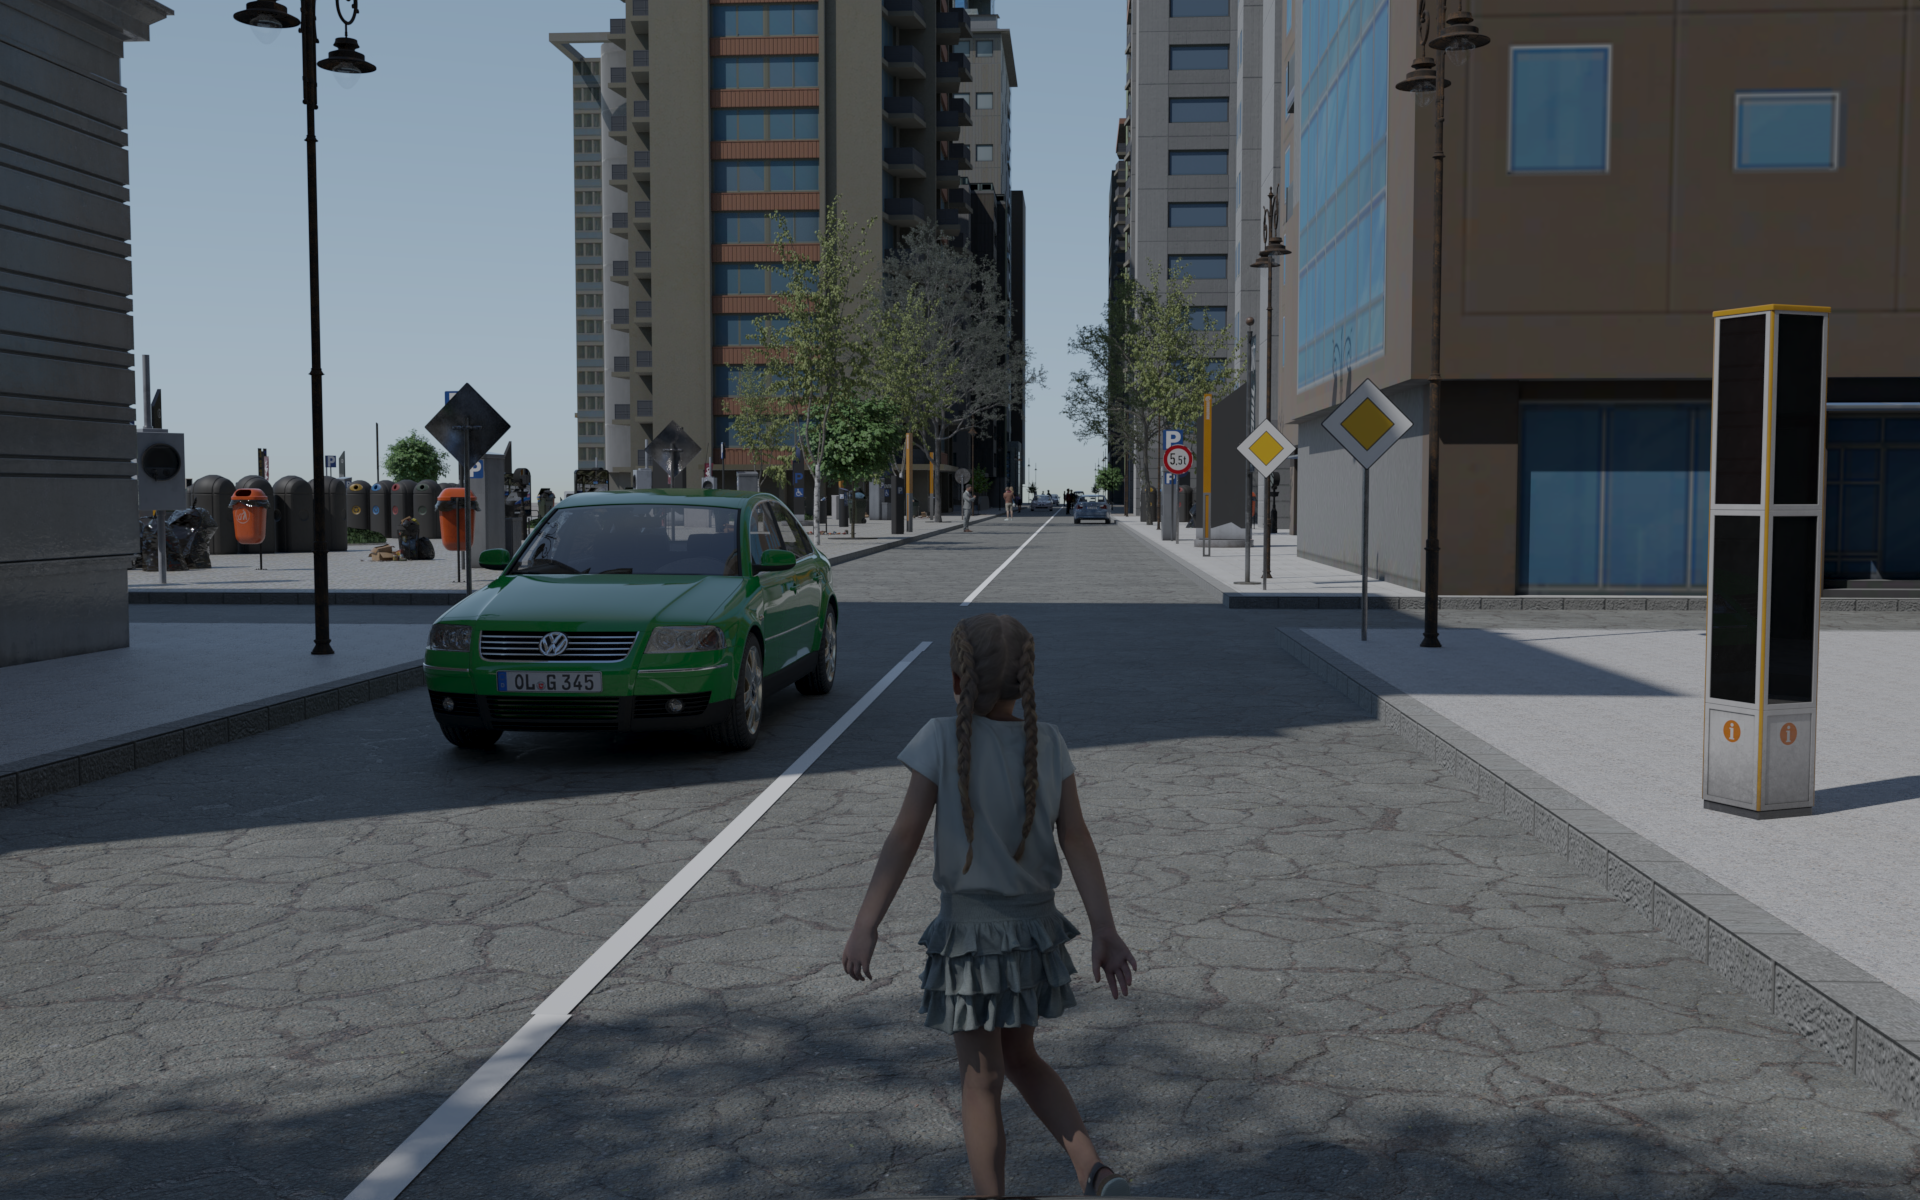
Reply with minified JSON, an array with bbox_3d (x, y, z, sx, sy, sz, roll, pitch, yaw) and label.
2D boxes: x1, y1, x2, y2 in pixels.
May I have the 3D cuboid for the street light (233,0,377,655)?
[{"bbox_3d":[-5.114,-2.503,13.719,0.468,5.910,1.993,0,4,4],"label":"street light"}]

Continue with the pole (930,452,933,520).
[{"bbox_3d":[-1.389,-5.571,84.932,0.158,3.312,0.155,0,3,0],"label":"pole"}]

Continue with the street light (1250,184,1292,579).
[{"bbox_3d":[4.672,-3.267,26.201,0.468,5.910,1.993,0,4,4],"label":"street light"}]

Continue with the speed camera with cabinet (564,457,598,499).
[{"bbox_3d":[-20.305,-6.060,93.418,2.038,3.252,0.660,0,4,8],"label":"speed camera with cabinet"}]

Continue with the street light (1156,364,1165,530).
[{"bbox_3d":[7.116,-5.448,61.860,0.468,5.910,1.993,0,4,4],"label":"street light"}]

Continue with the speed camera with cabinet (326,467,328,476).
[{"bbox_3d":[-34.245,-5.954,91.686,2.038,3.252,0.660,1,4,11],"label":"speed camera with cabinet"}]

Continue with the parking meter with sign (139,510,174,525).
[{"bbox_3d":[-18.671,-2.632,39.293,1.738,3.016,0.543,-3,5,-40],"label":"parking meter with sign"}]

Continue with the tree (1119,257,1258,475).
[{"bbox_3d":[6.753,-6.319,53.685,4.737,8.622,4.395,0,3,0],"label":"tree"}]

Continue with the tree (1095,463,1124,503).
[{"bbox_3d":[15.617,-12.132,182.070,4.285,4.588,4.351,0,3,0],"label":"tree"}]

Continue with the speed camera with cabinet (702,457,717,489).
[{"bbox_3d":[-14.031,-6.001,92.446,2.038,3.252,0.660,1,4,11],"label":"speed camera with cabinet"}]

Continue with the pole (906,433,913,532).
[{"bbox_3d":[-1.697,-3.933,58.143,0.158,3.312,0.155,0,3,0],"label":"pole"}]

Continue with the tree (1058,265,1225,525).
[{"bbox_3d":[7.499,-8.371,71.286,7.601,10.594,8.767,0,4,8],"label":"tree"}]

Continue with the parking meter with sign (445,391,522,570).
[{"bbox_3d":[-8.227,-2.070,30.098,0.543,3.016,1.738,1,4,14],"label":"parking meter with sign"}]

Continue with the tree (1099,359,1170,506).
[{"bbox_3d":[9.377,-8.608,91.100,4.360,8.622,3.978,0,3,0],"label":"tree"}]

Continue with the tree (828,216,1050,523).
[{"bbox_3d":[-1.127,-10.232,77.668,12.009,13.543,11.850,0,3,0],"label":"tree"}]

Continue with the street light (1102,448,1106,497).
[{"bbox_3d":[14.583,-12.294,173.799,0.468,5.910,1.993,0,4,4],"label":"street light"}]

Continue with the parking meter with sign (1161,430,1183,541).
[{"bbox_3d":[5.813,-3.155,47.850,0.543,3.016,1.738,0,4,3],"label":"parking meter with sign"}]

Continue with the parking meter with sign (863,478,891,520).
[{"bbox_3d":[-4.079,-5.415,84.790,1.738,3.016,0.543,3,5,39],"label":"parking meter with sign"}]

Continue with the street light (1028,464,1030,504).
[{"bbox_3d":[8.732,-15.088,219.476,0.468,5.910,1.993,0,4,4],"label":"street light"}]

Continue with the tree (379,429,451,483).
[{"bbox_3d":[-26.807,-6.187,84.866,4.285,4.588,4.351,0,3,0],"label":"tree"}]

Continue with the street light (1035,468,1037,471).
[{"bbox_3d":[11.162,-17.262,255.016,0.468,5.910,1.993,0,4,4],"label":"street light"}]

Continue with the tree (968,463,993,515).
[{"bbox_3d":[1.256,-6.887,107.198,1.663,3.219,1.824,0,3,0],"label":"tree"}]

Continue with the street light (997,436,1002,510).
[{"bbox_3d":[3.138,-9.995,136.208,0.468,5.910,1.993,0,4,4],"label":"street light"}]

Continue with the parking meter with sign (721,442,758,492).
[{"bbox_3d":[-7.206,-3.828,58.853,1.738,3.016,0.543,-1,4,-13],"label":"parking meter with sign"}]

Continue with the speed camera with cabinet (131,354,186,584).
[{"bbox_3d":[-11.888,-1.816,24.028,0.660,3.252,2.038,3,5,44],"label":"speed camera with cabinet"}]

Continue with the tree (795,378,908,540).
[{"bbox_3d":[-3.107,-4.006,49.220,4.285,4.588,4.351,0,3,0],"label":"tree"}]

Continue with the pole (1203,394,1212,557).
[{"bbox_3d":[5.056,-2.542,35.403,0.158,3.312,0.155,0,3,0],"label":"pole"}]

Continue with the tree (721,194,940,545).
[{"bbox_3d":[-3.532,-5.691,43.411,4.737,8.622,4.395,0,3,0],"label":"tree"}]

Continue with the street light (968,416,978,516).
[{"bbox_3d":[0.752,-7.802,100.349,0.468,5.910,1.993,0,4,4],"label":"street light"}]

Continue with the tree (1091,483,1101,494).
[{"bbox_3d":[20.013,-15.853,253.804,1.663,3.219,1.824,0,3,0],"label":"tree"}]

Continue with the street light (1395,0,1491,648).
[{"bbox_3d":[3.956,-2.544,14.375,0.468,5.910,1.993,0,4,4],"label":"street light"}]

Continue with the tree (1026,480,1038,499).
[{"bbox_3d":[9.970,-14.914,238.441,1.663,3.219,1.824,0,3,0],"label":"tree"}]

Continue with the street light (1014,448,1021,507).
[{"bbox_3d":[5.521,-12.169,171.751,0.468,5.910,1.993,0,4,4],"label":"street light"}]

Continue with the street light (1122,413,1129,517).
[{"bbox_3d":[9.783,-7.924,102.342,0.468,5.910,1.993,0,4,4],"label":"street light"}]

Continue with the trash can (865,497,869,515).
[{"bbox_3d":[-5.031,-5.143,95.749,0.748,1.137,0.748,0,3,0],"label":"trash can"}]

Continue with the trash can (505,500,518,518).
[{"bbox_3d":[-10.276,-1.658,38.763,0.748,1.137,0.748,0,3,0],"label":"trash can"}]

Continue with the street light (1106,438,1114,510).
[{"bbox_3d":[12.126,-10.098,137.888,0.468,5.910,1.993,0,4,4],"label":"street light"}]

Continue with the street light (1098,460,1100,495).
[{"bbox_3d":[15.381,-13.034,185.888,0.468,5.910,1.993,0,4,4],"label":"street light"}]

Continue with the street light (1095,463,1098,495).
[{"bbox_3d":[17.720,-15.208,221.434,0.468,5.910,1.993,0,4,4],"label":"street light"}]

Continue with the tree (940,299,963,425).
[{"bbox_3d":[-2.020,-6.779,61.205,4.737,8.622,4.395,0,3,0],"label":"tree"}]

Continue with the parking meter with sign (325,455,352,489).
[{"bbox_3d":[-27.616,-4.973,77.574,1.738,3.016,0.543,2,4,32],"label":"parking meter with sign"}]

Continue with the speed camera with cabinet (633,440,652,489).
[{"bbox_3d":[-11.775,-4.225,63.420,0.660,3.252,2.038,-1,4,-21],"label":"speed camera with cabinet"}]
